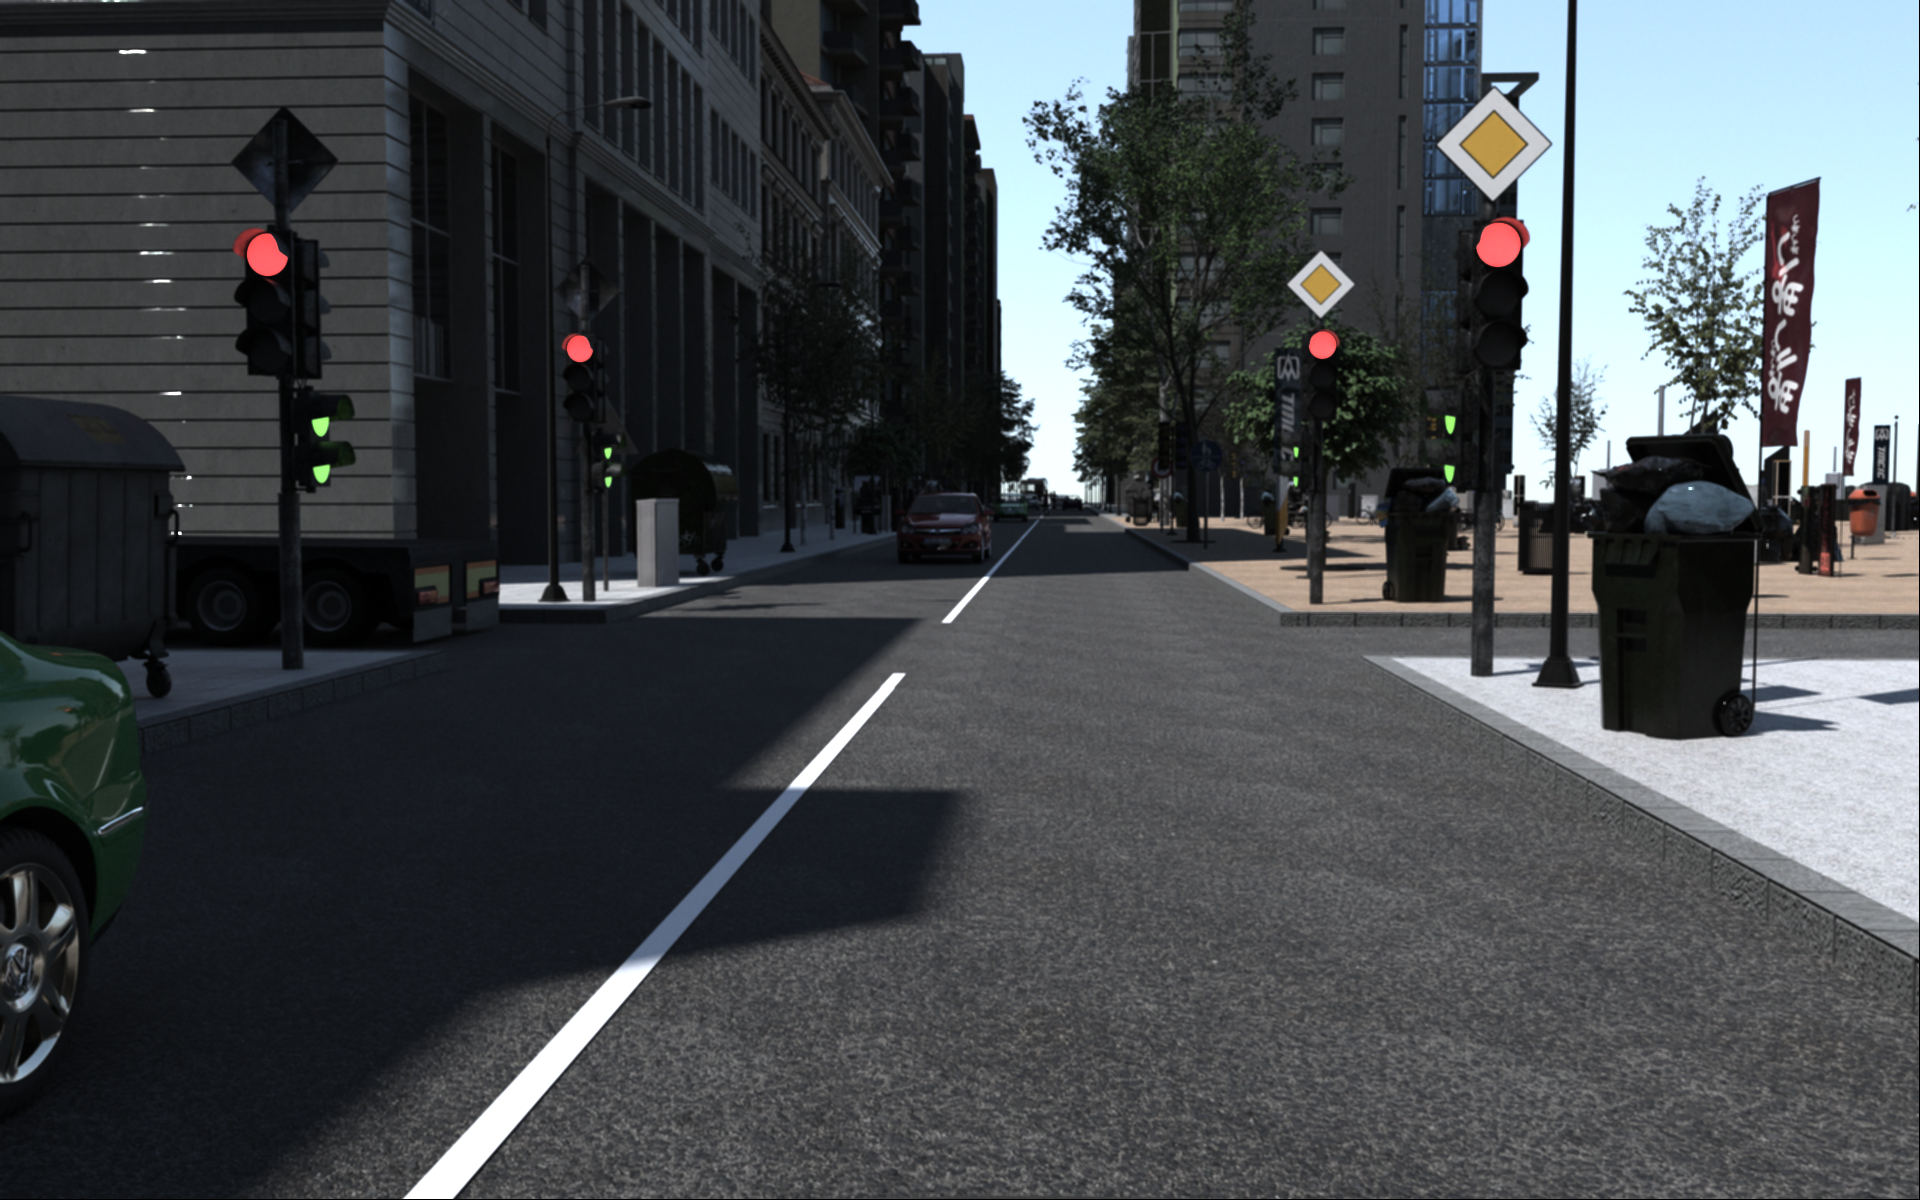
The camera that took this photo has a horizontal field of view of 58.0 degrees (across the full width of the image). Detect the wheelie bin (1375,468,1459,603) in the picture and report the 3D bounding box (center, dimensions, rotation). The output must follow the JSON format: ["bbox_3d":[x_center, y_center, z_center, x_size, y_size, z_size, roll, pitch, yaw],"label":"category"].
[{"bbox_3d":[5.469,-0.778,20.621,0.980,1.594,0.693,0,4,-4],"label":"wheelie bin"}]

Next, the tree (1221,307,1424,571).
[{"bbox_3d":[6.249,-2.789,29.320,4.285,4.588,4.351,0,3,0],"label":"tree"}]

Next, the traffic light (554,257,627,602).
[{"bbox_3d":[-4.412,-1.936,20.570,0.839,4.253,0.868,0,4,3],"label":"traffic light"}]

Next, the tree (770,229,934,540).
[{"bbox_3d":[-3.577,-6.027,48.903,4.737,8.622,4.395,0,3,0],"label":"tree"}]

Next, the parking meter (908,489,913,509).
[{"bbox_3d":[-2.356,-4.646,84.380,0.372,1.533,0.369,0,3,0],"label":"parking meter"}]

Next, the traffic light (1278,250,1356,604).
[{"bbox_3d":[4.135,-1.906,20.084,0.839,4.253,0.868,0,4,3],"label":"traffic light"}]

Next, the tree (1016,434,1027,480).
[{"bbox_3d":[2.246,-11.493,138.265,4.360,8.622,3.978,0,3,0],"label":"tree"}]

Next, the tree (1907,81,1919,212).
[{"bbox_3d":[17.501,-4.763,28.245,4.737,8.622,4.395,0,3,0],"label":"tree"}]

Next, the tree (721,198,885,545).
[{"bbox_3d":[-3.905,-5.679,43.210,4.360,8.622,3.978,0,3,0],"label":"tree"}]

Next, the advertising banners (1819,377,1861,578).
[{"bbox_3d":[13.486,-1.879,26.912,0.090,3.025,2.074,0,4,4],"label":"advertising banners"}]

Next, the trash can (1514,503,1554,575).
[{"bbox_3d":[9.197,-0.972,27.541,0.748,1.137,0.748,0,3,0],"label":"trash can"}]

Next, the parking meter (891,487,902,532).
[{"bbox_3d":[-2.167,-3.109,59.236,0.372,1.533,0.369,0,3,0],"label":"parking meter"}]

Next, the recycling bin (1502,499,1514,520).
[{"bbox_3d":[27.564,-4.521,86.473,0.722,1.027,0.722,3,5,39],"label":"recycling bin"}]

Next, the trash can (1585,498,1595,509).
[{"bbox_3d":[25.538,-3.603,70.558,0.748,1.137,0.748,0,3,0],"label":"trash can"}]

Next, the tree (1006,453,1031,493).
[{"bbox_3d":[7.986,-17.958,243.971,4.737,8.622,4.395,0,3,0],"label":"tree"}]

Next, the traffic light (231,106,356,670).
[{"bbox_3d":[-4.882,-1.448,12.598,0.839,4.253,0.868,0,4,3],"label":"traffic light"}]

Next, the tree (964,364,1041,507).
[{"bbox_3d":[2.879,-16.159,170.857,9.857,13.997,8.962,0,3,0],"label":"tree"}]

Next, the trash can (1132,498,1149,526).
[{"bbox_3d":[7.270,-3.546,69.635,0.748,1.137,0.748,0,3,0],"label":"trash can"}]

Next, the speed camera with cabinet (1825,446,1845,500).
[{"bbox_3d":[36.865,-4.718,71.468,2.038,3.252,0.660,3,4,37],"label":"speed camera with cabinet"}]

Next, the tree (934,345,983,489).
[{"bbox_3d":[-1.208,-8.222,84.789,4.737,8.622,4.395,0,3,0],"label":"tree"}]

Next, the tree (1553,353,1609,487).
[{"bbox_3d":[32.215,-8.614,91.208,4.360,8.622,3.978,0,3,0],"label":"tree"}]

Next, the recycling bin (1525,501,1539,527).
[{"bbox_3d":[22.138,-3.356,67.423,0.722,1.027,0.722,1,4,19],"label":"recycling bin"}]

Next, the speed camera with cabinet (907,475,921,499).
[{"bbox_3d":[-2.119,-5.813,89.385,0.660,3.252,2.038,1,4,21],"label":"speed camera with cabinet"}]

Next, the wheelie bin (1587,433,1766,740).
[{"bbox_3d":[3.822,-0.084,9.274,0.693,1.594,0.980,-2,4,-24],"label":"wheelie bin"}]

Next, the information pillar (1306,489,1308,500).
[{"bbox_3d":[18.233,-6.036,90.036,0.504,3.616,0.183,-1,4,-15],"label":"information pillar"}]

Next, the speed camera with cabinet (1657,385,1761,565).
[{"bbox_3d":[13.426,-2.274,31.511,2.038,3.252,0.660,1,4,12],"label":"speed camera with cabinet"}]

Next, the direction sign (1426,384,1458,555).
[{"bbox_3d":[10.053,-2.705,36.227,0.379,3.537,0.876,-2,4,-28],"label":"direction sign"}]

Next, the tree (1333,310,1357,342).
[{"bbox_3d":[14.003,-6.433,55.534,4.360,8.622,3.978,0,3,0],"label":"tree"}]

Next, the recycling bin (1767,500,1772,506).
[{"bbox_3d":[36.197,-4.009,78.106,0.722,1.027,0.722,-2,4,-33],"label":"recycling bin"}]

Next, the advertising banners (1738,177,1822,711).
[{"bbox_3d":[4.641,-0.885,10.665,0.090,3.025,2.074,0,4,-5],"label":"advertising banners"}]

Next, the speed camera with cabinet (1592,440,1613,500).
[{"bbox_3d":[24.053,-4.261,64.003,0.660,3.252,2.038,3,5,44],"label":"speed camera with cabinet"}]

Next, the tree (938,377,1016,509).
[{"bbox_3d":[0.462,-9.746,109.708,4.360,8.622,3.978,0,3,0],"label":"tree"}]

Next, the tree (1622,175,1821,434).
[{"bbox_3d":[17.819,-5.542,40.966,4.737,8.622,4.395,0,3,0],"label":"tree"}]

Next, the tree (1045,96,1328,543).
[{"bbox_3d":[6.079,-7.326,45.534,9.928,11.665,9.643,0,3,0],"label":"tree"}]

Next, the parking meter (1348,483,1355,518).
[{"bbox_3d":[20.703,-5.250,91.549,0.255,1.863,0.399,-1,4,-9],"label":"parking meter"}]

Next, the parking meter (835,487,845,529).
[{"bbox_3d":[-4.448,-3.405,64.088,0.372,1.533,0.369,0,3,0],"label":"parking meter"}]

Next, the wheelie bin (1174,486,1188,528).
[{"bbox_3d":[8.571,-3.558,66.088,0.980,1.594,0.693,-2,4,-35],"label":"wheelie bin"}]

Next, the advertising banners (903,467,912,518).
[{"bbox_3d":[-2.837,-5.968,93.770,0.090,3.025,2.074,-1,4,-13],"label":"advertising banners"}]

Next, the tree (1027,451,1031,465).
[{"bbox_3d":[6.294,-15.735,207.633,4.360,8.622,3.978,0,3,0],"label":"tree"}]

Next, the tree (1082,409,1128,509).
[{"bbox_3d":[12.051,-11.921,145.278,4.360,8.622,3.978,0,3,0],"label":"tree"}]

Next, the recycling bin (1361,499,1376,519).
[{"bbox_3d":[21.422,-4.787,90.820,0.722,1.027,0.722,1,4,13],"label":"recycling bin"}]

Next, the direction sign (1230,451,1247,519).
[{"bbox_3d":[14.565,-6.033,90.642,0.876,3.537,0.379,1,4,11],"label":"direction sign"}]

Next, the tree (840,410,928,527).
[{"bbox_3d":[-2.969,-5.115,67.340,4.285,4.588,4.351,0,3,0],"label":"tree"}]

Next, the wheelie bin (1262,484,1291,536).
[{"bbox_3d":[9.722,-2.785,53.436,0.980,1.594,0.693,-2,4,-33],"label":"wheelie bin"}]

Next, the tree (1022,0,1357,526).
[{"bbox_3d":[8.609,-12.948,67.581,12.611,20.169,13.585,0,3,0],"label":"tree"}]

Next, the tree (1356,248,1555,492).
[{"bbox_3d":[14.224,-6.076,49.707,4.360,8.622,3.978,0,3,0],"label":"tree"}]

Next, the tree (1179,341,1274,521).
[{"bbox_3d":[12.287,-7.981,80.855,4.360,8.622,3.978,0,3,0],"label":"tree"}]

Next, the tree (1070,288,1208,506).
[{"bbox_3d":[9.995,-10.869,95.834,7.486,12.596,7.792,0,3,0],"label":"tree"}]

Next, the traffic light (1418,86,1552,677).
[{"bbox_3d":[3.665,-1.418,12.112,0.839,4.253,0.868,0,4,3],"label":"traffic light"}]
